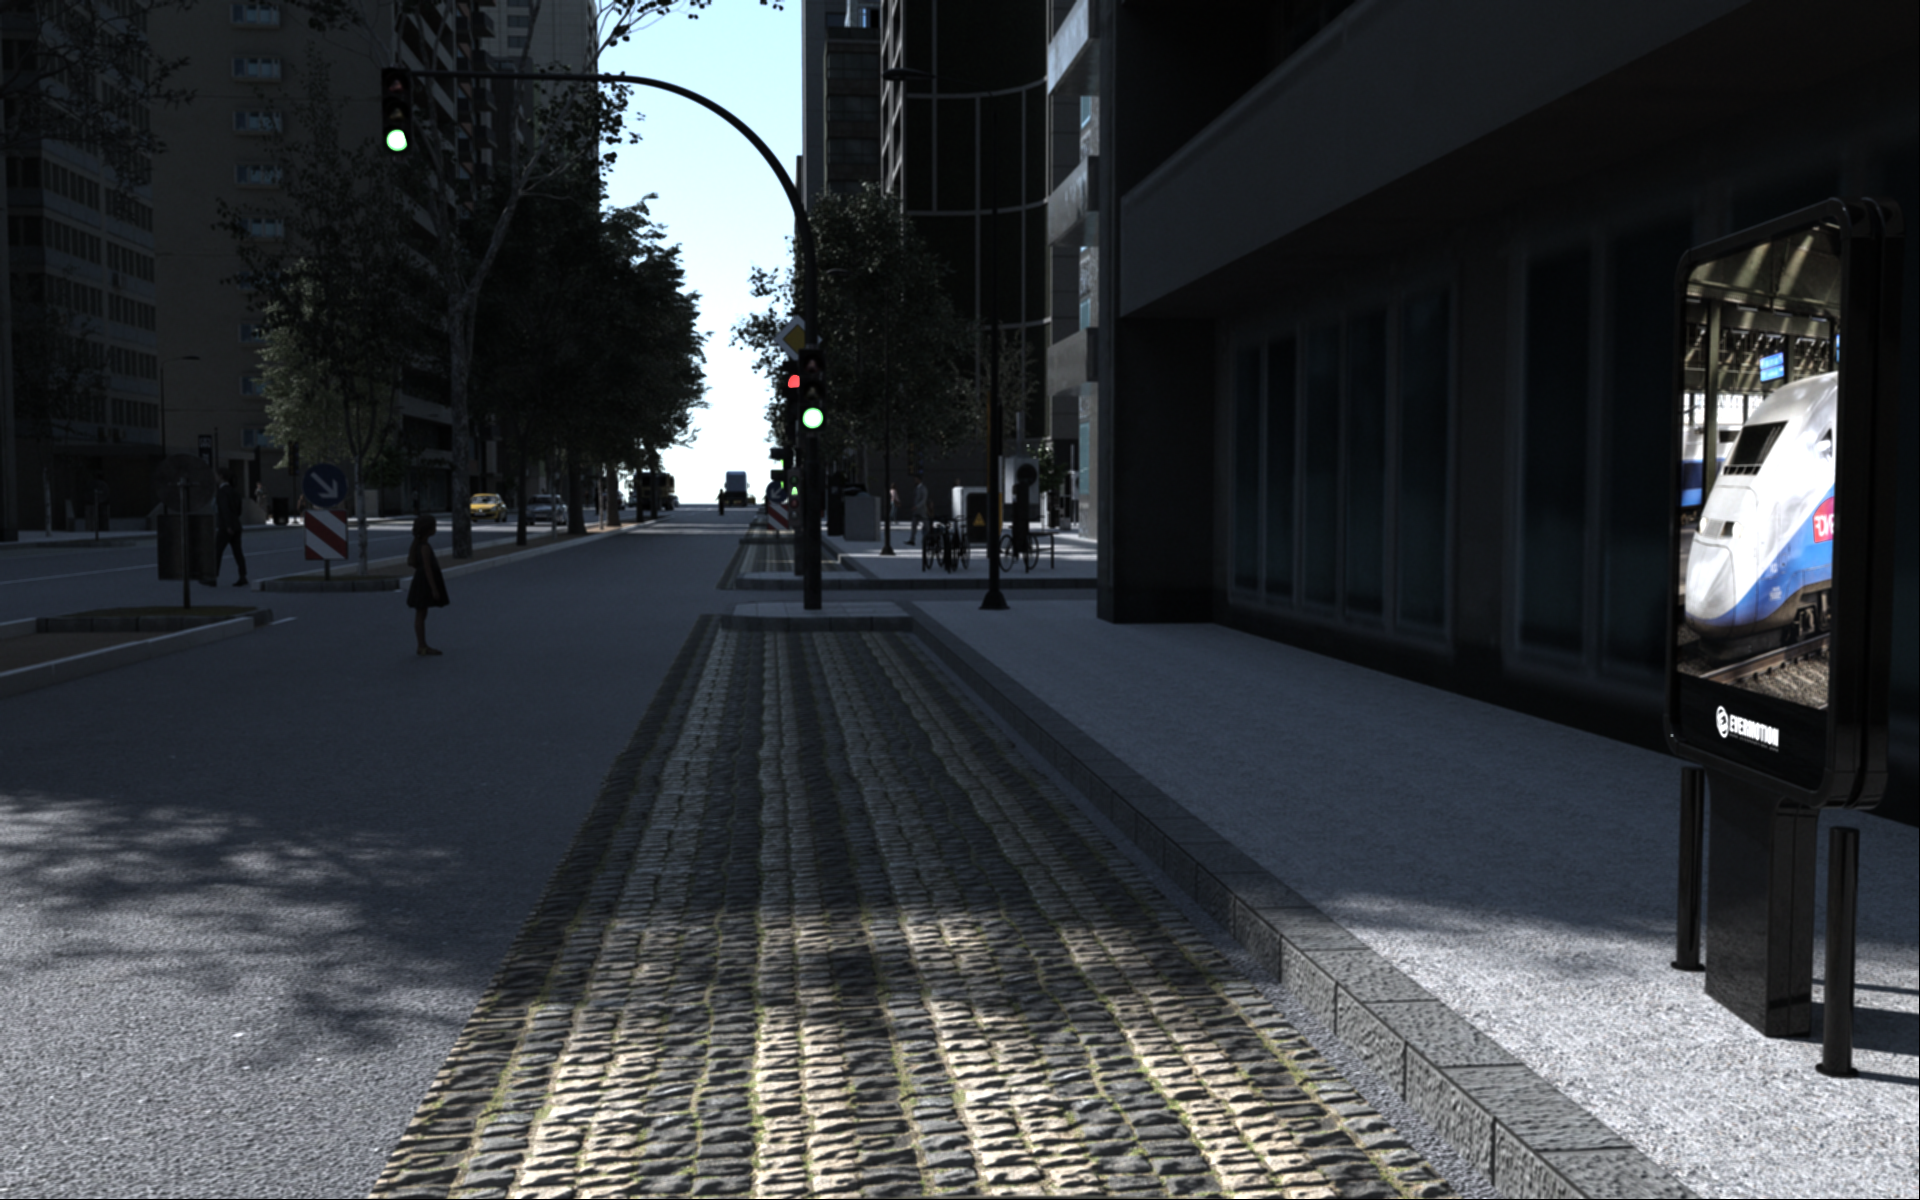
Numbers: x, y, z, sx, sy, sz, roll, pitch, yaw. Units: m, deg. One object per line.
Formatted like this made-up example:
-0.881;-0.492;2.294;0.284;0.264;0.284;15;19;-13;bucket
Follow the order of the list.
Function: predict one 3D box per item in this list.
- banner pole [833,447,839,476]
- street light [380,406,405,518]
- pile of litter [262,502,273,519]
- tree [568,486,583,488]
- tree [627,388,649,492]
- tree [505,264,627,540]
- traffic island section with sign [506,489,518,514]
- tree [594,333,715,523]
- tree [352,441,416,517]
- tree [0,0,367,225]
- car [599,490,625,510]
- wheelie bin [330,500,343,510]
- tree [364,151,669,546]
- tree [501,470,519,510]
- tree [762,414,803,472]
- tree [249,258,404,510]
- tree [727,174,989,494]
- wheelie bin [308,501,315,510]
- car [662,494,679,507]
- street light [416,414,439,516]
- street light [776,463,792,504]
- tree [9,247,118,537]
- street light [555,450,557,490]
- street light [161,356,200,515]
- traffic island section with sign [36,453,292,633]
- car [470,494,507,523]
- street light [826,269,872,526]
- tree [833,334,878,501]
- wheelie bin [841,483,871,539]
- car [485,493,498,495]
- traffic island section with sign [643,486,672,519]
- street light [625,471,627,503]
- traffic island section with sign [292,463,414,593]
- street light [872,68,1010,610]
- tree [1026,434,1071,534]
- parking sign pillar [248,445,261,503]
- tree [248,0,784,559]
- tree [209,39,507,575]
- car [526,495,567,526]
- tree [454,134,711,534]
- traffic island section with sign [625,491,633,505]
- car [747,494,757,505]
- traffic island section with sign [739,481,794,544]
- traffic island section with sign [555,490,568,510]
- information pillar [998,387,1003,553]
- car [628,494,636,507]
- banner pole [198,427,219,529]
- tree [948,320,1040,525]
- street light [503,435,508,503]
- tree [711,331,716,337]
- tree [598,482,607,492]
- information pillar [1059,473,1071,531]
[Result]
-5.534;-5.350;77.493;0.401;3.779;0.863;1;4;21;banner pole
-29.996;-7.273;91.451;1.470;5.913;1.316;0;4;-6;street light
-36.276;-4.712;91.004;1.719;0.858;1.176;-3;5;-41;pile of litter
-41.605;-11.823;187.910;1.663;3.219;1.824;0;3;0;tree
-14.241;-7.077;68.530;4.360;8.622;3.978;0;3;0;tree
-12.575;-6.150;53.374;4.360;8.622;3.978;0;3;0;tree
-32.067;-7.033;123.612;1.989;1.847;2.006;0;4;-6;traffic island section with sign
-17.244;-10.301;96.630;9.928;11.665;9.643;0;3;0;tree
-32.018;-6.886;96.299;4.285;4.588;4.351;0;3;0;tree
-8.272;-6.081;12.257;12.009;13.543;11.850;0;3;0;tree
-31.164;-8.945;154.929;2.281;1.827;5.304;0;4;-5;car
-32.715;-5.081;90.980;0.693;1.594;0.980;0;4;-3;wheelie bin
-12.121;-6.752;47.258;8.767;10.594;7.601;0;4;-6;tree
-36.765;-9.017;142.027;1.663;3.219;1.824;0;3;0;tree
-17.530;-16.088;188.794;9.928;11.665;9.643;0;3;0;tree
-30.602;-10.134;83.811;7.486;12.596;7.792;0;3;0;tree
-3.566;-8.911;62.697;9.611;12.733;9.660;0;3;0;tree
-33.759;-5.057;90.583;0.693;1.594;0.980;-2;4;-24;wheelie bin
-32.375;-11.114;193.713;2.014;1.417;4.499;0;4;-6;car
-31.041;-7.851;100.902;1.470;5.913;1.316;0;4;-6;street light
-19.756;-13.589;194.724;1.470;5.913;1.316;0;4;-6;street light
-27.284;-6.193;51.621;4.360;8.622;3.978;0;3;0;tree
-38.216;-11.846;166.218;1.470;5.913;1.316;0;4;-6;street light
-26.236;-5.244;58.284;1.470;5.913;1.316;0;4;-6;street light
-8.612;-0.652;18.802;2.006;1.907;1.989;0;4;-6;traffic island section with sign
-23.884;-4.706;87.171;2.015;1.641;3.980;0;4;-7;car
-2.056;-3.881;36.000;1.470;5.913;1.316;0;4;-6;street light
-4.936;-7.444;72.073;4.737;8.622;4.395;0;3;0;tree
-2.987;-2.552;49.640;0.980;1.594;0.693;1;4;22;wheelie bin
-30.594;-6.307;111.916;1.959;1.807;4.718;0;4;-7;car
-17.716;-5.670;100.846;2.006;1.907;1.989;0;4;-6;traffic island section with sign
-47.504;-16.897;248.812;1.470;5.913;1.316;0;4;-6;street light
-9.419;-1.103;26.165;2.006;1.907;1.989;0;4;-6;traffic island section with sign
-0.156;-2.849;19.122;1.470;5.913;1.316;0;4;-6;street light
2.787;-3.725;55.497;1.663;3.219;1.824;0;3;0;tree
-38.740;-6.489;94.569;1.447;3.967;1.447;1;4;10;parking sign pillar
-9.703;-10.926;36.984;12.611;20.169;13.585;0;3;0;tree
-9.745;-4.593;27.910;4.360;8.622;3.978;0;3;0;tree
-19.113;-4.148;79.827;2.014;1.417;4.499;-1;4;-8;car
-13.632;-9.302;61.195;9.857;13.997;8.962;0;3;0;tree
-44.207;-13.724;233.017;1.989;1.847;2.006;0;4;-6;traffic island section with sign
-26.990;-12.928;221.588;2.015;1.641;3.980;0;4;-7;car
-5.372;-2.530;49.994;1.989;1.847;2.006;0;4;-6;traffic island section with sign
-35.092;-8.697;150.819;1.989;1.847;2.006;0;4;-6;traffic island section with sign
0.837;-2.838;37.750;0.183;3.616;0.504;-1;4;-9;information pillar
-34.830;-10.738;187.360;2.131;1.459;4.920;0;4;-6;car
-27.870;-4.551;64.429;0.863;3.779;0.401;-2;4;-31;banner pole
1.515;-7.472;72.531;4.360;8.622;3.978;0;3;0;tree
-34.621;-9.839;133.403;1.470;5.913;1.316;0;4;-6;street light
-15.236;-10.188;75.684;9.857;13.997;8.962;0;3;0;tree
-45.487;-13.900;221.866;1.663;3.219;1.824;0;3;0;tree
3.688;-3.435;60.653;0.304;2.012;0.304;-2;4;-30;information pillar
